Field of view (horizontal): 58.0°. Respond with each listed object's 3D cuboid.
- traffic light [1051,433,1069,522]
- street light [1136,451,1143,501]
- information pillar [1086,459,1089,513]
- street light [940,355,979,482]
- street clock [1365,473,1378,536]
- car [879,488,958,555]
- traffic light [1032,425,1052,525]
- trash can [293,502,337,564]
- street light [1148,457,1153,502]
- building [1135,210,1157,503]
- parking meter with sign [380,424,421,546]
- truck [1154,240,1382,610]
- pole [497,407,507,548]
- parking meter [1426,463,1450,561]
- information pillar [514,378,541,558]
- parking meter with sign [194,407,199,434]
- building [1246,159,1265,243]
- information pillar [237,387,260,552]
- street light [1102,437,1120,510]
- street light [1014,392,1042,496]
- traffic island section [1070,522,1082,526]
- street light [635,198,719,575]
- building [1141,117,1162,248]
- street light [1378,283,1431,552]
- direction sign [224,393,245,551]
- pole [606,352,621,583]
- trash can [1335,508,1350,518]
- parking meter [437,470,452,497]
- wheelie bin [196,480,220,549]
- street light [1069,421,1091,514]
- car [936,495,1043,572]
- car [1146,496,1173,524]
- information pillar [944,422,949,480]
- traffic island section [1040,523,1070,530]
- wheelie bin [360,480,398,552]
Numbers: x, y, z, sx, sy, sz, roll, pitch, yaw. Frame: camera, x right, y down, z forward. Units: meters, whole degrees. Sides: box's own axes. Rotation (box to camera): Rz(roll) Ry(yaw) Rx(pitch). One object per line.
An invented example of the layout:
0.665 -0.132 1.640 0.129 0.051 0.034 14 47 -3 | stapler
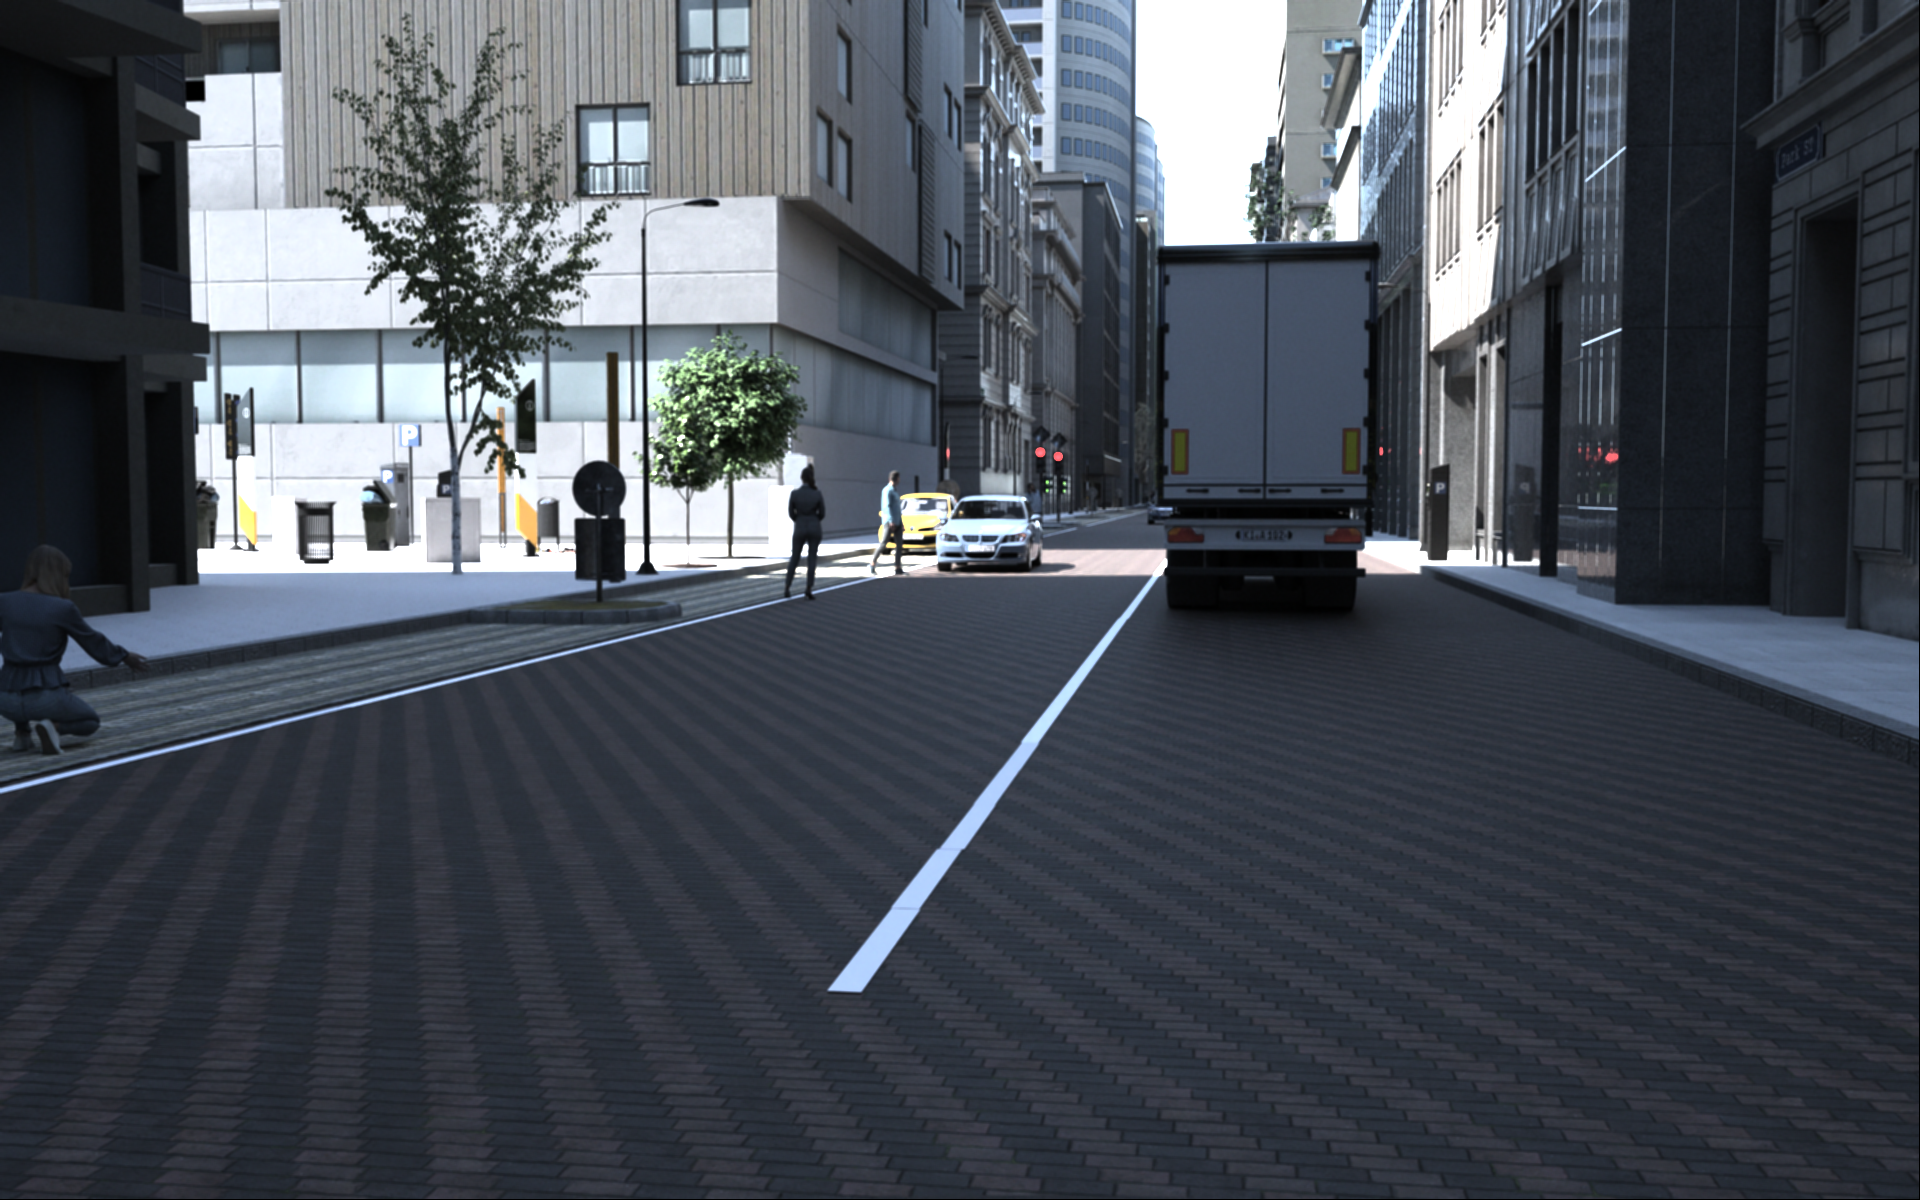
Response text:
4.504 -5.491 78.703 0.839 4.253 0.868 1 4 8 | traffic light
18.793 -13.047 185.859 1.470 5.913 1.316 1 4 8 | street light
8.569 -7.660 116.595 0.183 3.616 0.504 0 4 0 | information pillar
-0.076 -5.235 58.139 1.470 5.913 1.316 1 4 8 | street light
12.390 -2.930 52.483 0.471 2.002 0.358 -1 4 -16 | street clock
-0.838 -1.917 41.573 2.015 1.641 3.980 0 4 8 | car
3.332 -5.008 70.804 0.839 4.253 0.868 1 4 8 | traffic light
-11.820 -1.231 31.783 0.748 1.137 0.748 0 3 0 | trash can
23.394 -14.923 216.537 1.470 5.913 1.316 1 4 8 | street light
20.310 -34.249 243.572 14.154 41.232 14.086 1 4 8 | building
-13.944 -2.837 42.646 0.543 3.016 1.738 1 4 12 | parking meter with sign
4.275 -2.198 24.850 2.839 4.237 11.283 1 4 9 | truck
-10.824 -2.878 40.898 0.158 3.312 0.155 0 3 0 | pole
9.117 -1.674 33.084 0.399 1.863 0.255 0 4 0 | parking meter
-8.760 -2.669 34.998 0.183 3.616 0.504 3 4 36 | information pillar
-15.733 -2.302 33.895 0.543 3.016 1.738 1 4 19 | parking meter with sign
58.583 -41.305 264.574 28.713 52.752 27.495 1 4 8 | building
-15.743 -2.868 38.252 0.504 3.616 0.183 2 4 31 | information pillar
12.342 -10.340 141.593 1.470 5.913 1.316 1 4 8 | street light
3.035 -6.500 78.811 1.470 5.913 1.316 1 4 8 | street light
4.466 -3.460 78.844 2.009 0.180 2.903 1 4 8 | traffic island section
-4.470 -3.357 27.431 1.470 5.913 1.316 1 4 8 | street light
19.090 -44.215 264.912 21.231 58.520 28.212 1 4 8 | building
9.766 -4.018 38.240 1.470 5.913 1.316 1 4 8 | street light
-16.477 -2.894 39.315 0.379 3.537 0.876 0 4 -3 | direction sign
-5.013 -1.908 25.047 0.158 3.312 0.155 0 3 0 | pole
14.577 -3.327 66.043 0.748 1.137 0.748 0 3 0 | trash can
-11.989 -2.122 40.409 0.399 1.863 0.255 -1 4 -14 | parking meter
-17.653 -1.980 40.286 0.693 1.594 0.980 0 4 1 | wheelie bin
7.615 -8.421 110.222 1.470 5.913 1.316 1 4 8 | street light
0.625 -1.317 33.530 2.014 1.417 4.499 0 4 7 | car
10.005 -4.385 83.701 2.014 1.417 4.499 1 4 8 | car
-0.426 -3.957 56.052 0.183 3.616 0.504 0 4 7 | information pillar
3.294 -2.976 70.945 2.009 0.180 2.903 1 4 8 | traffic island section
-12.999 -1.884 38.716 0.693 1.594 0.980 0 4 -3 | wheelie bin
